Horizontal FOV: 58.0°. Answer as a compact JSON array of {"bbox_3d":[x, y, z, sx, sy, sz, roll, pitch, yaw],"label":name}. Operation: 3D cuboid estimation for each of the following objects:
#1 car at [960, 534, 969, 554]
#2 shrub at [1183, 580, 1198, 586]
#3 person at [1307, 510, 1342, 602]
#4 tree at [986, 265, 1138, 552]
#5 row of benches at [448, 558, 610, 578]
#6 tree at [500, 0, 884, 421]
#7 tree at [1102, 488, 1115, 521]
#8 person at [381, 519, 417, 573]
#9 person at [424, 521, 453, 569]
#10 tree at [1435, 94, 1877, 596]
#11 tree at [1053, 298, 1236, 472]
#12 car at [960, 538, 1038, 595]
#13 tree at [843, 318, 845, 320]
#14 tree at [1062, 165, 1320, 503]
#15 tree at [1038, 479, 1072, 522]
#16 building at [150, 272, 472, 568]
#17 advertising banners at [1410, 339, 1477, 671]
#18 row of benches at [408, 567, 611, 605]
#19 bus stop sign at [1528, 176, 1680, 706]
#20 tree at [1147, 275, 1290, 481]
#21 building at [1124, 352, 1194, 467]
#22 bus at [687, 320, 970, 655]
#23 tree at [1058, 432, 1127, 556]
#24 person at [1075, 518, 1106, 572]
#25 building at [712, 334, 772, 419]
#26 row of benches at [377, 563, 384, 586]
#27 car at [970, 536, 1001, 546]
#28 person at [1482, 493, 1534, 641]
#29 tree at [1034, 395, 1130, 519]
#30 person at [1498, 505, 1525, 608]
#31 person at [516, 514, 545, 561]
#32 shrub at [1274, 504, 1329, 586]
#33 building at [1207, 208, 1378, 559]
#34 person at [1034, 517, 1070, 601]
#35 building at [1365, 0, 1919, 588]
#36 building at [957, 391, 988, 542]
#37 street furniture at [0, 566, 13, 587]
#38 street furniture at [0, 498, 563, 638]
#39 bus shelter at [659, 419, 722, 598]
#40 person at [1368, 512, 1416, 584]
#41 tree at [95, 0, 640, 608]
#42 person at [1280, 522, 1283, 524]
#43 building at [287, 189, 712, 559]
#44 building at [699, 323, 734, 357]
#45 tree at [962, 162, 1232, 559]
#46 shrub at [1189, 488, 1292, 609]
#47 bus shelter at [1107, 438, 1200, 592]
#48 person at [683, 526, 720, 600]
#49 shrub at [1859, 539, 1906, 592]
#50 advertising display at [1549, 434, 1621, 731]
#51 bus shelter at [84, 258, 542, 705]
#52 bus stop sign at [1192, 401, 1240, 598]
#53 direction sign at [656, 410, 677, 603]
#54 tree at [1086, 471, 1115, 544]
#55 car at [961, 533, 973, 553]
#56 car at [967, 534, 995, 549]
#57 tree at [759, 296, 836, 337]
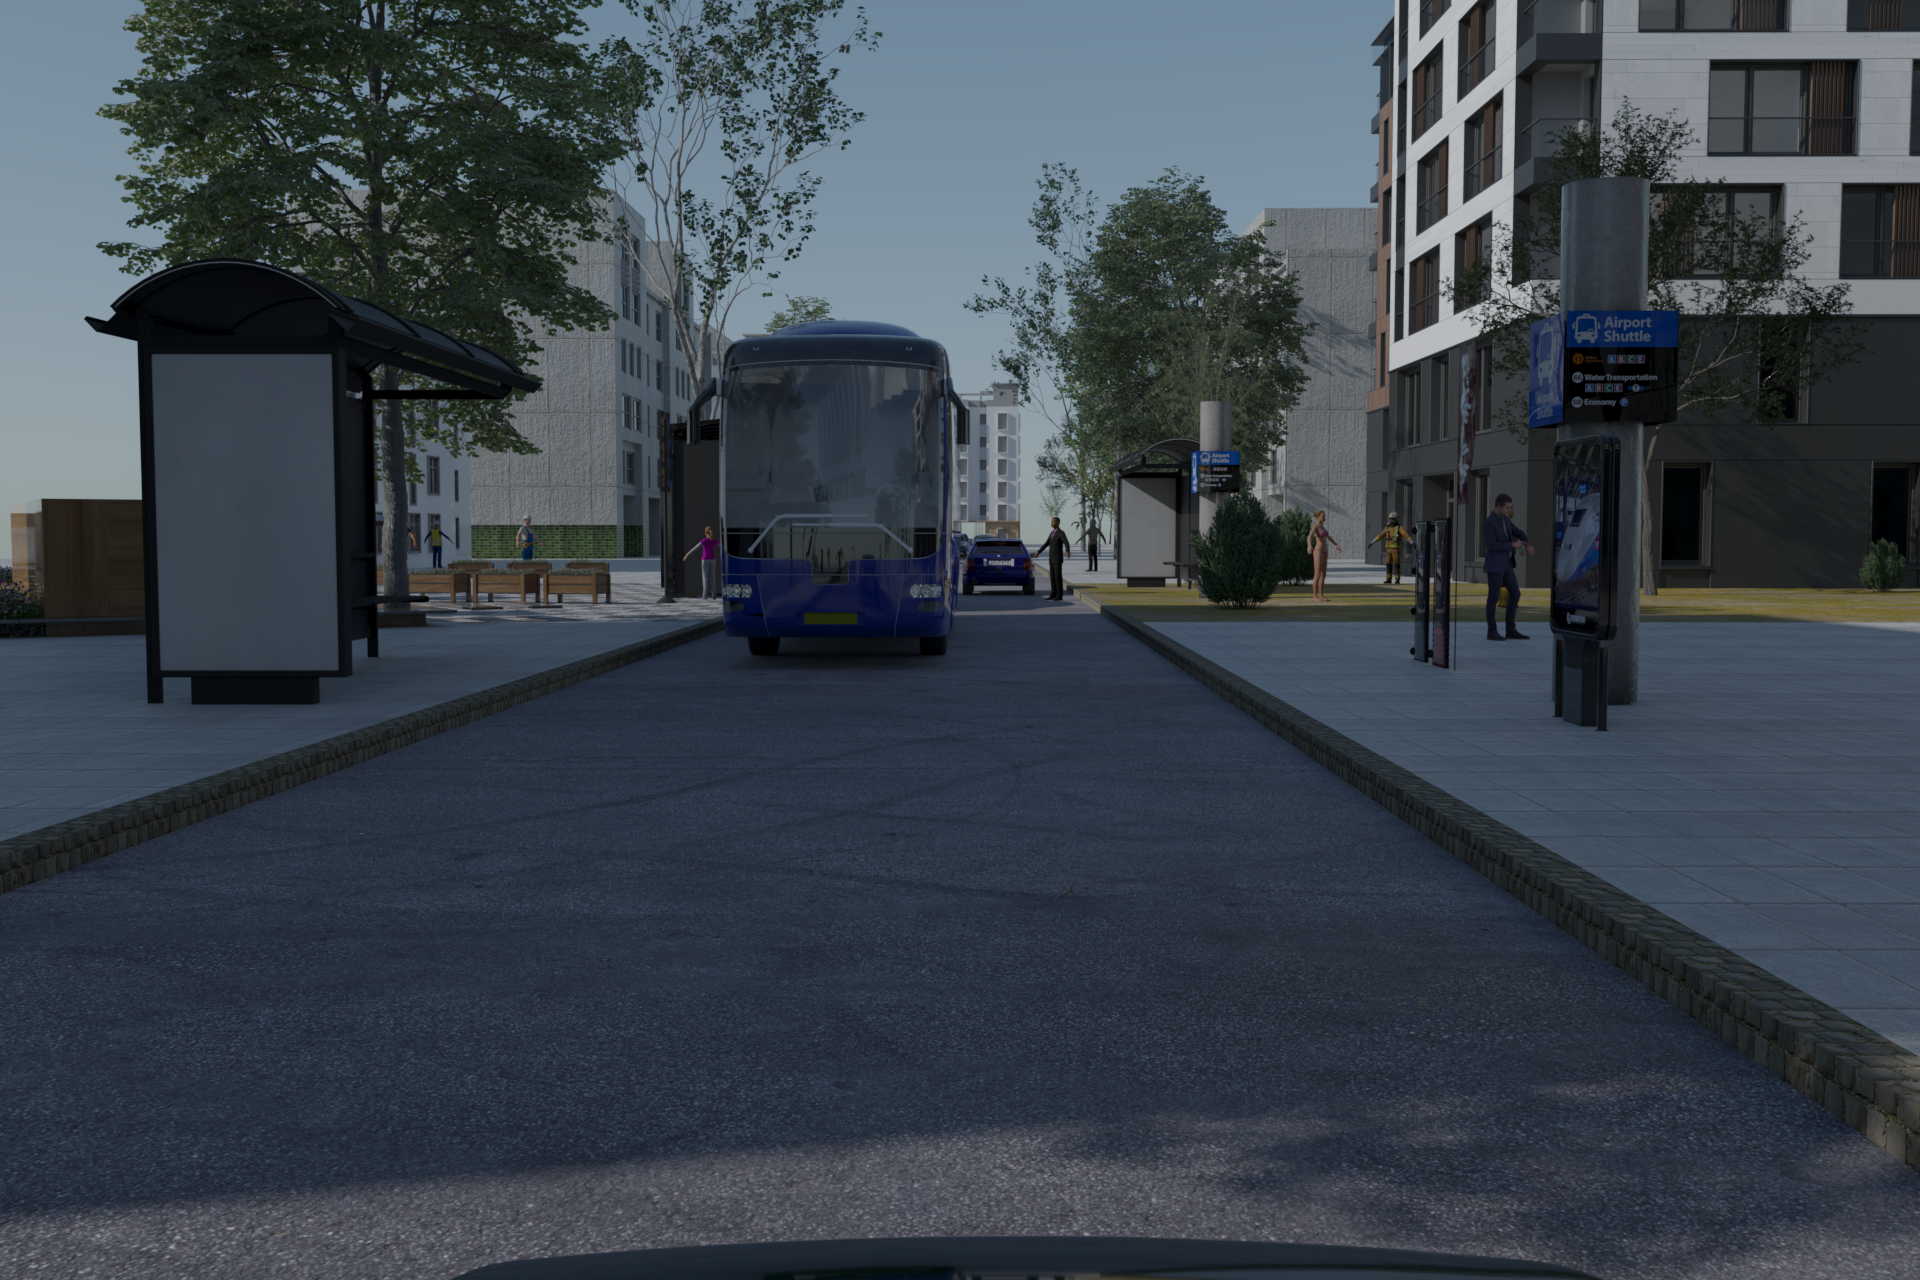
[{"bbox_3d":[-0.380,-6.759,120.301,2.009,1.686,4.222,0,4,1],"label":"car"},{"bbox_3d":[6.074,-2.391,43.139,1.661,2.075,1.752,0,3,0],"label":"shrub"},{"bbox_3d":[6.915,-1.596,32.903,0.721,1.733,1.217,3,5,41],"label":"person"},{"bbox_3d":[8.198,-16.379,123.689,12.611,20.169,13.585,0,3,0],"label":"tree"},{"bbox_3d":[-10.958,-1.730,43.755,4.104,0.672,1.422,0,4,-7],"label":"row of benches"},{"bbox_3d":[-9.083,-11.972,51.629,12.611,20.169,13.585,0,3,0],"label":"tree"},{"bbox_3d":[19.794,-16.226,215.654,4.737,8.622,4.395,0,3,0],"label":"tree"},{"bbox_3d":[-15.368,-2.536,47.608,1.345,1.843,0.704,2,4,29],"label":"person"},{"bbox_3d":[-19.338,-3.530,64.187,1.216,1.772,0.721,1,4,15],"label":"person"},{"bbox_3d":[14.480,-6.224,36.177,8.767,10.594,7.601,0,4,7],"label":"tree"},{"bbox_3d":[7.905,-9.025,73.313,9.928,11.665,9.643,0,3,0],"label":"tree"},{"bbox_3d":[0.933,-1.799,41.999,1.945,1.354,3.894,0,4,1],"label":"car"},{"bbox_3d":[-7.505,-11.510,98.553,12.009,13.543,11.850,0,3,0],"label":"tree"},{"bbox_3d":[7.986,-9.398,60.314,9.857,13.997,8.962,0,3,0],"label":"tree"},{"bbox_3d":[12.352,-16.264,216.277,4.360,8.622,3.978,0,3,0],"label":"tree"},{"bbox_3d":[-24.752,-7.809,69.833,9.099,9.664,28.070,0,4,2],"label":"building"},{"bbox_3d":[4.645,-1.253,16.672,0.090,3.025,2.074,0,4,1],"label":"advertising banners"},{"bbox_3d":[-8.370,-1.028,32.265,4.104,0.672,1.422,1,4,14],"label":"row of benches"},{"bbox_3d":[4.856,-1.476,13.144,0.837,3.901,0.837,0,4,1],"label":"bus stop sign"},{"bbox_3d":[6.844,-6.100,50.095,4.360,8.622,3.978,0,3,0],"label":"tree"},{"bbox_3d":[26.155,-20.922,173.009,19.493,23.208,18.063,0,4,1],"label":"building"},{"bbox_3d":[-1.298,-1.970,23.752,2.896,3.916,12.251,0,4,0],"label":"bus"},{"bbox_3d":[7.979,-9.148,99.937,4.737,8.622,4.395,0,3,0],"label":"tree"},{"bbox_3d":[4.518,-3.245,59.189,1.348,1.813,0.705,-2,4,-34],"label":"person"},{"bbox_3d":[-21.937,-18.858,164.754,16.016,20.090,11.380,0,4,1],"label":"building"},{"bbox_3d":[-14.042,-1.379,38.003,4.104,0.672,1.422,1,4,20],"label":"row of benches"},{"bbox_3d":[1.446,-4.496,86.094,1.945,1.354,3.894,0,4,1],"label":"car"},{"bbox_3d":[6.634,-0.879,20.864,0.683,1.767,0.568,-3,5,-45],"label":"person"},{"bbox_3d":[8.414,-10.843,111.688,8.767,10.594,7.601,2,4,27],"label":"tree"},{"bbox_3d":[9.575,-1.475,30.254,0.704,1.812,1.346,0,4,3],"label":"person"},{"bbox_3d":[-12.464,-2.701,50.025,0.705,1.847,1.347,1,4,19],"label":"person"},{"bbox_3d":[8.367,-2.377,43.284,1.690,2.028,1.600,0,3,0],"label":"shrub"},{"bbox_3d":[24.949,-14.441,102.561,16.747,18.905,31.486,0,4,1],"label":"building"},{"bbox_3d":[2.046,-1.755,37.375,0.704,1.802,1.346,-2,4,-29],"label":"person"},{"bbox_3d":[27.461,-12.988,56.332,27.936,21.610,32.646,0,4,1],"label":"building"},{"bbox_3d":[-3.429,-22.105,220.292,11.380,20.090,16.016,0,4,-6],"label":"building"},{"bbox_3d":[-21.054,-1.575,32.599,11.010,1.723,9.812,-1,4,-19],"label":"street furniture"},{"bbox_3d":[-12.489,-1.152,25.685,11.010,1.723,9.812,-2,4,-32],"label":"street furniture"},{"bbox_3d":[-5.100,-2.830,37.554,1.731,3.624,6.357,0,4,1],"label":"bus shelter"},{"bbox_3d":[11.197,-2.386,44.778,1.354,1.858,0.705,3,5,42],"label":"person"},{"bbox_3d":[-8.183,-6.482,24.103,7.486,12.596,7.792,0,3,0],"label":"tree"},{"bbox_3d":[11.614,-3.397,62.269,0.721,1.740,1.216,0,4,-5],"label":"person"},{"bbox_3d":[-25.861,-14.586,104.941,16.747,18.905,31.486,0,4,1],"label":"building"},{"bbox_3d":[-26.263,-21.850,188.171,19.493,23.208,18.063,0,4,1],"label":"building"},{"bbox_3d":[6.937,-14.284,89.431,12.611,20.169,13.585,0,3,0],"label":"tree"},{"bbox_3d":[4.811,-1.571,29.733,1.661,2.075,1.752,0,3,0],"label":"shrub"},{"bbox_3d":[4.581,-2.765,39.125,2.014,3.302,5.546,0,4,0],"label":"bus shelter"},{"bbox_3d":[-4.922,-1.500,33.785,0.991,1.433,0.599,-2,4,-32],"label":"person"},{"bbox_3d":[20.464,-1.669,38.400,1.383,1.207,1.383,0,3,0],"label":"shrub"},{"bbox_3d":[4.192,-0.394,11.655,0.123,1.923,0.974,0,4,1],"label":"advertising display"},{"bbox_3d":[-5.394,-1.319,15.491,2.014,3.302,5.546,0,3,0],"label":"bus shelter"},{"bbox_3d":[5.097,-2.788,34.598,0.837,3.901,0.837,0,3,0],"label":"bus stop sign"},{"bbox_3d":[-5.459,-2.453,32.097,0.379,3.537,0.876,0,4,1],"label":"direction sign"},{"bbox_3d":[19.650,-17.625,222.579,7.601,10.594,8.767,0,3,0],"label":"tree"},{"bbox_3d":[-0.064,-7.030,124.533,1.945,1.707,3.694,0,4,0],"label":"car"},{"bbox_3d":[1.439,-5.567,101.246,2.015,1.641,3.980,0,4,0],"label":"car"},{"bbox_3d":[-7.571,-10.100,83.261,7.486,12.596,7.792,0,3,0],"label":"tree"}]
